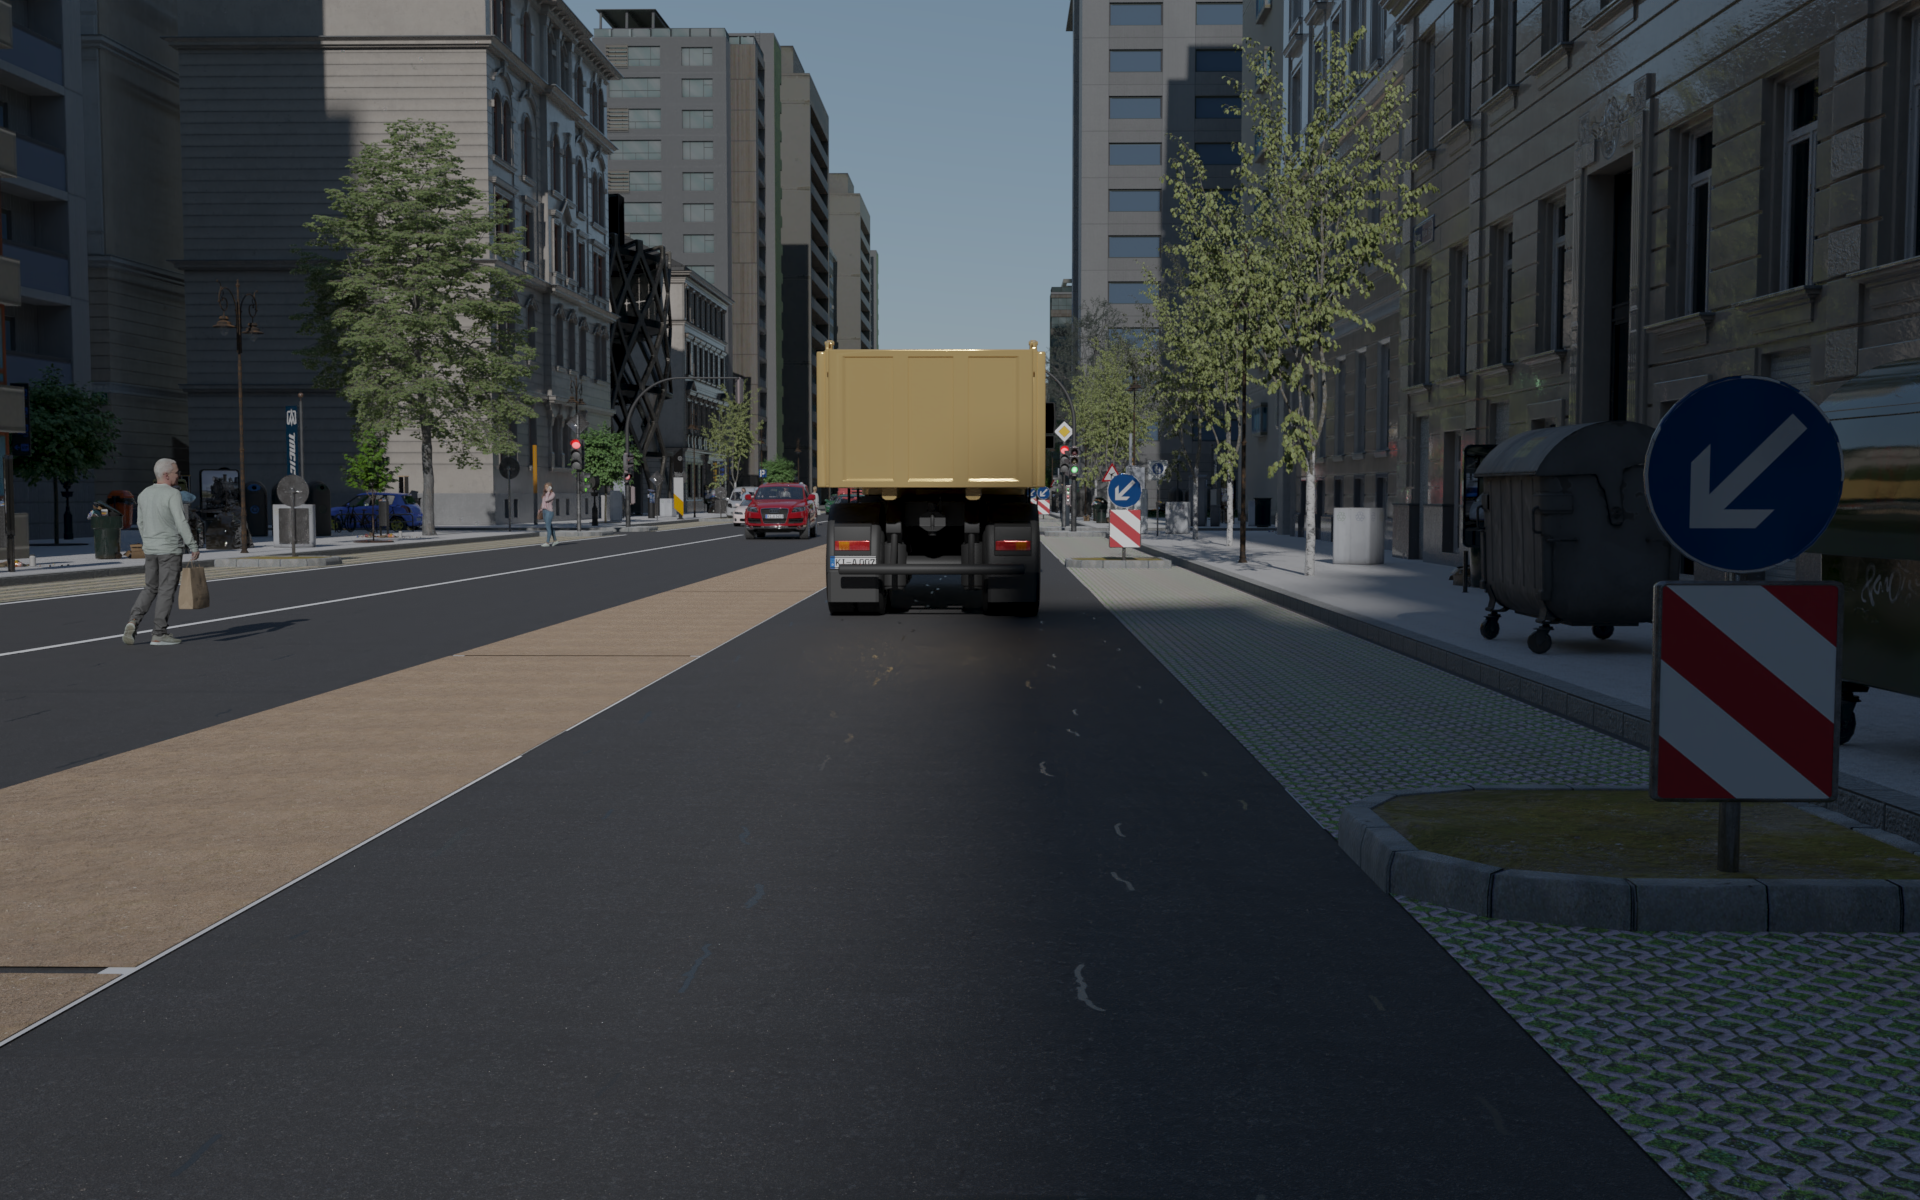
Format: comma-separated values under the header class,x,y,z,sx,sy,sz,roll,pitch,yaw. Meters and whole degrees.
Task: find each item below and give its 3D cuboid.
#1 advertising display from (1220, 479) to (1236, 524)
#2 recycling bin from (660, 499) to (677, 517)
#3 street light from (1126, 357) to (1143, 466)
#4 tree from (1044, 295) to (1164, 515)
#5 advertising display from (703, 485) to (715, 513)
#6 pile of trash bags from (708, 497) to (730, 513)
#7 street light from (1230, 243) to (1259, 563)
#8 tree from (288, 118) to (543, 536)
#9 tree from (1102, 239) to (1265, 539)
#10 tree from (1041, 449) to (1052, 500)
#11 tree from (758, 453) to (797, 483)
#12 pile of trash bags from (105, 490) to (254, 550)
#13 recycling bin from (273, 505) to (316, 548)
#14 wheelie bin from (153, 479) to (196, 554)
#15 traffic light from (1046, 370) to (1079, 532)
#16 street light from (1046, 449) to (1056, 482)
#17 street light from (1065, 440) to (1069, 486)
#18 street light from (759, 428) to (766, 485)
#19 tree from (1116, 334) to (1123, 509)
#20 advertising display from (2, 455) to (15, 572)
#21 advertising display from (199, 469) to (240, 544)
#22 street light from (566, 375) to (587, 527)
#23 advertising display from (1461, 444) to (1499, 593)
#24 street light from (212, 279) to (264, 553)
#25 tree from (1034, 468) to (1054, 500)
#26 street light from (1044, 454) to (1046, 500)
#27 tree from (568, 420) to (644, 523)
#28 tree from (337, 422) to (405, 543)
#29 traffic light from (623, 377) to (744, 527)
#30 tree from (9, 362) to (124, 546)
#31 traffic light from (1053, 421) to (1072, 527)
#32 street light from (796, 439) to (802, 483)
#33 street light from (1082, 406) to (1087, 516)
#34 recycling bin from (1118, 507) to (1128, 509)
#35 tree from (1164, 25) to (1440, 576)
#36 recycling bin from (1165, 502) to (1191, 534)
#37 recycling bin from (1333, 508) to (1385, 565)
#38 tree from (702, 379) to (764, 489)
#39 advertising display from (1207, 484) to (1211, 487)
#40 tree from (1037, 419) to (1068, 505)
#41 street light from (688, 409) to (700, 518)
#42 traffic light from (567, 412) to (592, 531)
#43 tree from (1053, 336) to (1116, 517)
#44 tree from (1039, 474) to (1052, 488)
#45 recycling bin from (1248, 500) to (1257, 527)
class,x,y,z,sx,sy,sz,roll,pitch,yaw
advertising display,11.629,-4.274,75.093,0.123,1.923,0.974,-2,4,-27
recycling bin,-16.162,-5.100,95.939,0.722,1.027,0.722,1,4,14
street light,5.894,-5.248,58.598,0.468,5.910,1.993,0,4,1
tree,8.010,-11.985,106.323,12.009,13.543,11.850,0,3,0
advertising display,-17.462,-7.061,120.659,0.123,1.923,0.974,3,5,40
pile of trash bags,-15.607,-6.526,116.451,1.912,1.369,3.447,1,4,13
street light,5.278,-3.632,32.166,0.468,5.910,1.993,0,4,1
tree,-16.855,-8.258,53.154,7.486,12.596,7.792,0,3,0
tree,6.456,-6.033,49.004,4.360,8.622,3.978,0,3,0
tree,7.560,-8.773,93.794,4.737,8.622,4.395,0,3,0
tree,-14.639,-9.523,139.412,4.285,4.588,4.351,0,3,0
pile of trash bags,-18.398,-1.897,40.771,3.447,1.369,1.912,0,4,3
recycling bin,-15.995,-1.778,41.622,0.722,1.027,0.722,3,4,36
wheelie bin,-16.777,-1.771,36.864,0.980,1.594,0.693,-1,4,-11
traffic light,1.761,-5.152,58.902,4.771,5.953,1.251,0,4,1
street light,7.543,-10.314,141.423,0.468,5.910,1.993,0,4,1
street light,6.972,-8.697,114.990,0.468,5.910,1.993,0,4,1
street light,-13.848,-9.065,120.993,0.468,5.910,1.993,0,4,1
tree,6.396,-5.625,42.326,4.737,8.622,4.395,0,3,0
advertising display,-15.788,-1.440,28.765,0.123,1.923,0.974,-2,4,-30
advertising display,-19.141,-2.422,44.811,0.974,1.923,0.123,-3,4,-39
street light,-14.937,-5.798,67.585,0.468,5.910,1.993,0,4,1
advertising display,7.006,-1.054,22.452,0.974,1.923,0.123,0,4,7
street light,-15.538,-3.954,37.432,0.468,5.910,1.993,0,4,1
tree,8.260,-11.956,179.195,4.285,4.588,4.351,0,3,0
street light,8.026,-11.725,164.488,0.468,5.910,1.993,0,4,1
tree,-15.732,-5.694,76.815,4.285,4.588,4.351,0,3,0
tree,-15.466,-3.139,45.923,1.663,3.219,1.824,0,3,0
traffic light,-10.803,-5.665,67.295,4.771,5.953,1.251,0,4,1
tree,-22.693,-3.638,43.193,4.285,4.588,4.351,0,3,0
traffic light,4.012,-4.775,66.985,0.839,4.253,0.868,0,4,1
street light,-13.436,-10.480,144.127,0.468,5.910,1.993,0,4,1
street light,6.428,-7.081,88.556,0.468,5.910,1.993,0,4,1
recycling bin,10.700,-6.076,111.901,0.722,1.027,0.722,-1,4,-21
tree,5.257,-4.686,26.977,4.737,8.622,4.395,0,3,0
recycling bin,7.042,-2.654,55.947,0.722,1.027,0.722,1,4,15
recycling bin,7.303,-1.172,31.710,0.722,1.027,0.722,3,4,38
tree,-14.479,-9.816,110.848,4.737,8.622,4.395,0,3,0
advertising display,15.576,-6.340,108.871,0.123,1.923,0.974,2,4,28
tree,9.316,-17.187,206.761,9.928,11.665,9.643,0,3,0
street light,-14.510,-7.448,94.562,0.468,5.910,1.993,0,4,1
traffic light,-13.054,-4.306,59.318,0.839,4.253,0.868,0,4,1
tree,6.666,-7.810,78.053,4.737,8.622,4.395,0,3,0
tree,8.365,-10.575,167.502,1.663,3.219,1.824,0,3,0
recycling bin,11.888,-3.433,68.680,0.722,1.027,0.722,2,4,32
